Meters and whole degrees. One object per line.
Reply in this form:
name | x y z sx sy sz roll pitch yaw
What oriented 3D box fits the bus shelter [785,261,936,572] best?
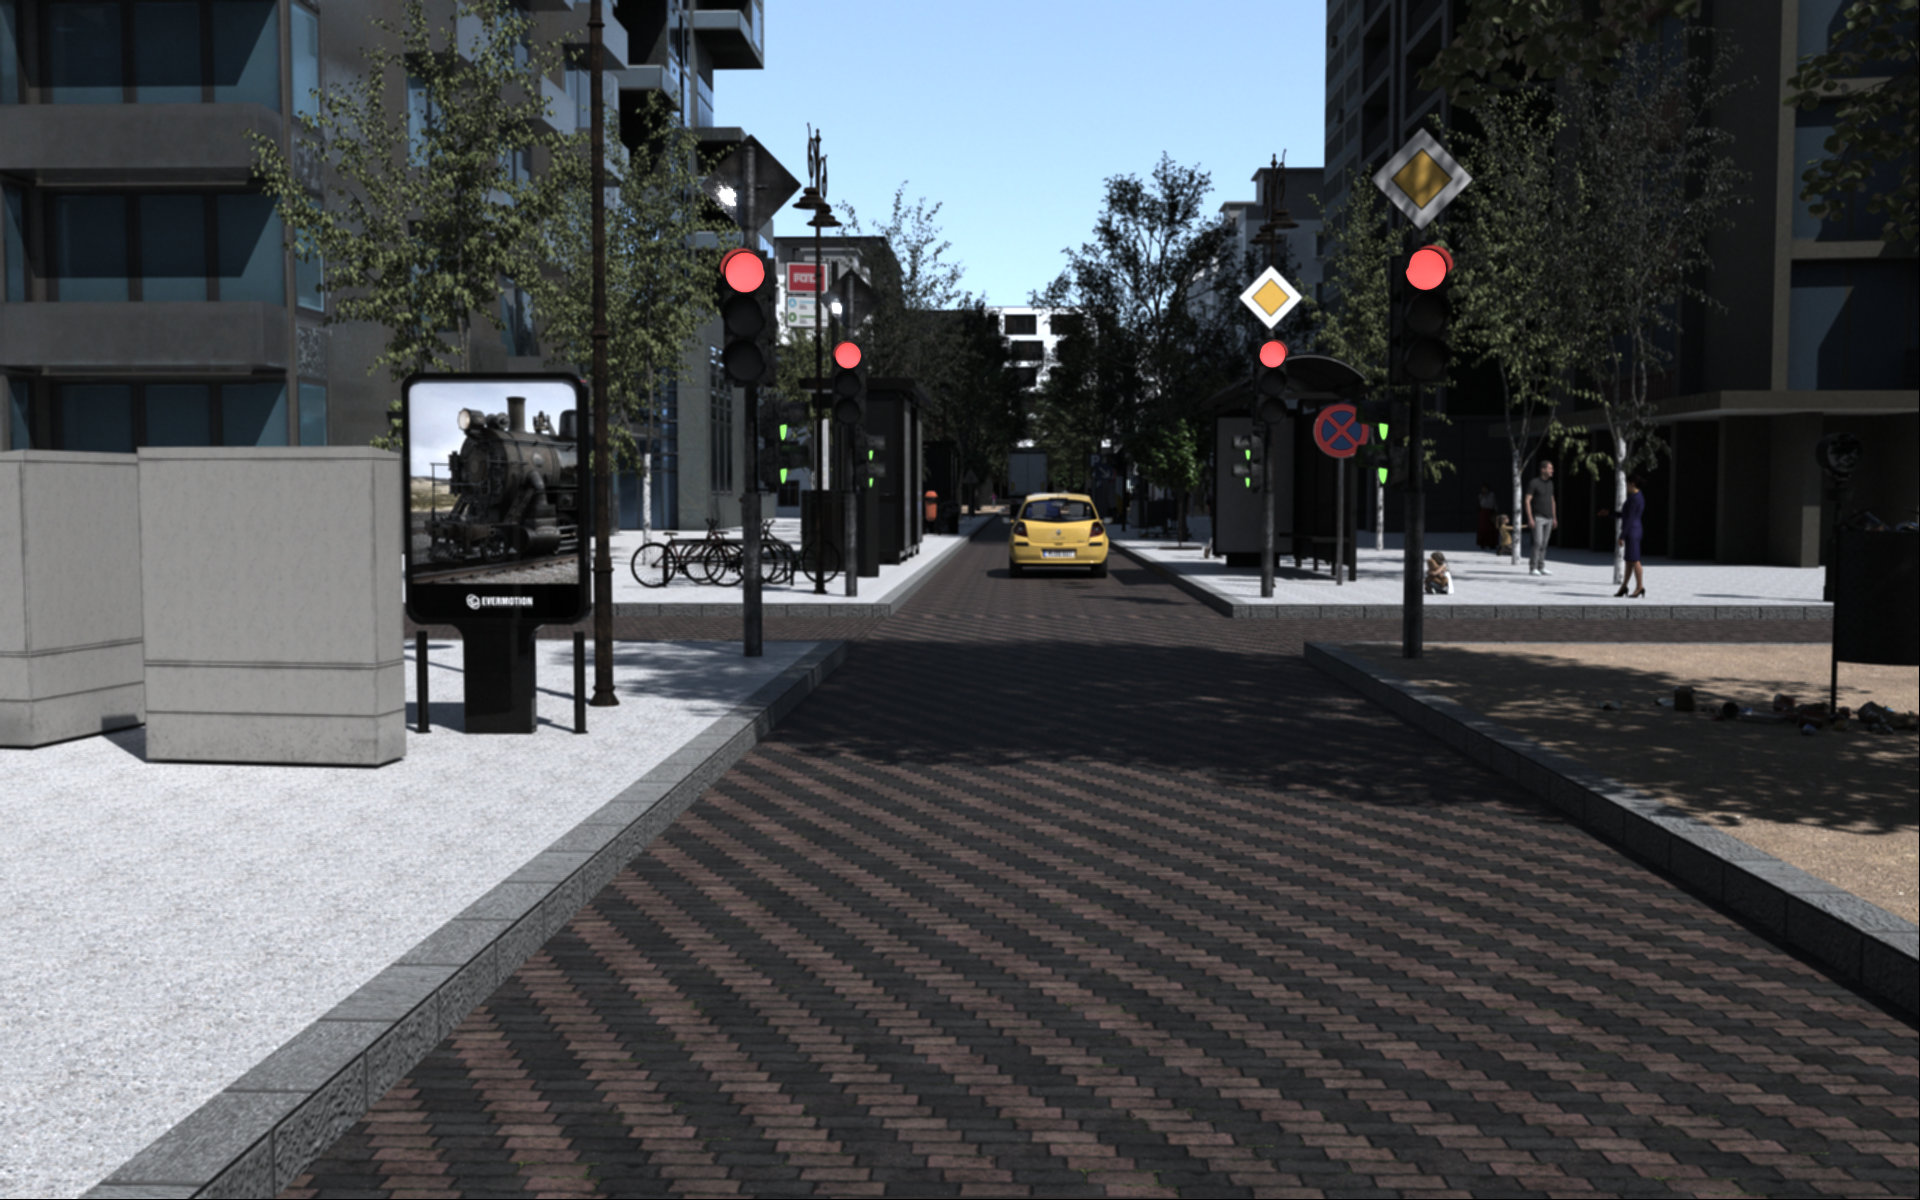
bus shelter | -1.822 -3.361 32.578 2.179 5.291 8.768 0 4 2

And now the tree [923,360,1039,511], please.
tree | 1.159 -13.074 130.766 9.611 12.733 9.660 0 3 0

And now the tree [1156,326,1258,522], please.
tree | 11.123 -7.548 73.776 4.737 8.622 4.395 0 3 0

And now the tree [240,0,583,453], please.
tree | -7.047 -4.469 23.436 4.737 8.622 4.395 0 3 0

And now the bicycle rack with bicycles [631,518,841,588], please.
bicycle rack with bicycles | -3.171 -0.700 24.827 2.925 0.926 2.852 0 4 -7

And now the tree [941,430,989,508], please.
tree | 1.592 -14.602 156.868 7.486 12.596 7.792 0 3 0

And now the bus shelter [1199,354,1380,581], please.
bus shelter | 5.138 -2.075 27.842 2.014 3.302 5.546 0 4 2

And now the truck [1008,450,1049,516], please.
truck | 4.562 -7.748 115.590 2.839 4.237 11.283 0 4 3

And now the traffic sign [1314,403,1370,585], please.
traffic sign | 5.337 -1.479 24.284 0.768 2.556 0.104 1 4 9

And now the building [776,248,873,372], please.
building | -14.457 -16.825 131.507 16.016 20.091 11.380 0 4 2

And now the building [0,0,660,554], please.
building | -21.363 -25.944 43.788 23.786 49.044 30.456 0 4 2

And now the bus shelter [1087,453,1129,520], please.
bus shelter | 7.588 -5.767 88.218 2.014 3.302 5.546 0 4 2

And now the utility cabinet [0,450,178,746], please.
utility cabinet | -4.700 -0.033 9.223 0.318 1.500 1.173 1 4 9

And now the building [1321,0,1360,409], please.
building | 30.790 -23.900 82.644 32.217 40.220 23.993 0 4 2

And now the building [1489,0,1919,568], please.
building | 27.475 -23.439 37.858 28.867 44.769 22.147 0 4 2

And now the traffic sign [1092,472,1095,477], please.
traffic sign | 6.652 -5.042 82.171 0.795 2.593 0.064 0 4 4

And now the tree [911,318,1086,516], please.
tree | 0.588 -10.691 100.554 9.928 11.665 9.643 0 3 0

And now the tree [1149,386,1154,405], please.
tree | 11.501 -7.931 80.039 4.737 8.622 4.395 0 3 0

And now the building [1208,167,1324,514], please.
building | 24.068 -15.269 106.062 16.016 20.091 11.380 0 4 2

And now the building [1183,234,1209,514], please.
building | 23.837 -15.966 117.465 16.016 20.091 11.380 0 4 2

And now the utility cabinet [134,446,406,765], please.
utility cabinet | -3.269 0.025 8.263 1.173 1.500 0.318 1 4 8

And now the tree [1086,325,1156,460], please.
tree | 8.230 -10.874 103.548 9.928 11.665 9.643 0 3 0

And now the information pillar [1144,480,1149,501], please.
information pillar | 8.589 -4.656 80.612 0.304 2.012 0.304 -2 4 -32

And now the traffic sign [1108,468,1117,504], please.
traffic sign | 6.676 -4.769 78.080 0.768 2.556 0.104 1 4 11

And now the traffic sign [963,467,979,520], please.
traffic sign | 0.506 -5.166 84.465 0.884 2.594 0.081 1 4 9

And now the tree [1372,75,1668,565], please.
tree | 10.082 -4.920 30.805 4.737 8.622 4.395 0 3 0

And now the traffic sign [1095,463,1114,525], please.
traffic sign | 5.925 -4.340 71.065 0.768 2.556 0.104 0 4 8

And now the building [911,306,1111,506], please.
building | 0.708 -21.940 202.701 32.646 21.610 27.936 0 4 2

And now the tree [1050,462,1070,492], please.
tree | 9.747 -10.391 153.610 4.285 4.588 4.351 0 3 0

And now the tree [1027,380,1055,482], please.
tree | 9.037 -13.843 144.458 7.486 12.596 7.792 0 3 0

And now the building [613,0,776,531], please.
building | -19.389 -46.519 73.264 22.319 86.520 31.000 0 4 2

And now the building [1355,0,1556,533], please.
building | 24.012 -38.001 59.569 20.563 71.187 20.611 0 4 2

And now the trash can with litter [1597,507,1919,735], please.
trash can with litter | 4.870 0.071 9.903 2.233 1.210 1.678 2 4 34

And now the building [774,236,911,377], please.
building | -21.766 -18.832 151.882 32.646 21.610 27.936 0 4 2

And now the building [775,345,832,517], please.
building | -11.563 -10.369 111.673 9.099 9.664 28.070 0 4 2

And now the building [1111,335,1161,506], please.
building | 22.468 -20.713 195.081 11.380 20.091 16.016 0 4 2

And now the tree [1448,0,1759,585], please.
tree | 9.110 -4.516 24.200 4.360 8.622 3.978 0 3 0

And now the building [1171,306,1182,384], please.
building | 24.255 -16.736 130.055 16.016 20.091 11.380 0 4 2

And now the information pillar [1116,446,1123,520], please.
information pillar | 7.466 -5.449 80.445 0.504 3.616 0.183 -3 4 -37

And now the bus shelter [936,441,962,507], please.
bus shelter | -1.154 -5.593 69.072 2.179 5.291 8.768 0 4 2

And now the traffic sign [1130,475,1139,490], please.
traffic sign | 9.143 -5.387 90.209 0.606 2.300 0.079 0 4 5

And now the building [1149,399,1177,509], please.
building | 21.537 -12.739 150.435 9.099 9.664 28.070 0 4 2

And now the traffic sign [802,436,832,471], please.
traffic sign | -3.143 -2.313 37.932 0.768 2.556 0.104 0 4 7

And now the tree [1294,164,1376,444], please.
tree | 9.461 -5.401 38.676 4.737 8.622 4.395 0 3 0

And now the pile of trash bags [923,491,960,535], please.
pile of trash bags | -0.954 -2.781 55.226 1.912 1.369 3.447 0 4 -3

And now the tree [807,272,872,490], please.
tree | -4.910 -6.556 57.561 4.737 8.622 4.395 0 3 0

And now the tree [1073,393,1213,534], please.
tree | 6.690 -4.403 55.709 4.285 4.588 4.351 0 3 0

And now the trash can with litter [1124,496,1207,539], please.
trash can with litter | 6.005 -2.391 50.149 2.233 1.210 1.678 2 4 24

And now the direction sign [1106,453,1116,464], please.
direction sign | 8.397 -6.320 95.328 0.379 3.537 0.876 -3 5 -45

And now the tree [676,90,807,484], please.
tree | -5.891 -4.938 31.103 4.737 8.622 4.395 0 3 0
